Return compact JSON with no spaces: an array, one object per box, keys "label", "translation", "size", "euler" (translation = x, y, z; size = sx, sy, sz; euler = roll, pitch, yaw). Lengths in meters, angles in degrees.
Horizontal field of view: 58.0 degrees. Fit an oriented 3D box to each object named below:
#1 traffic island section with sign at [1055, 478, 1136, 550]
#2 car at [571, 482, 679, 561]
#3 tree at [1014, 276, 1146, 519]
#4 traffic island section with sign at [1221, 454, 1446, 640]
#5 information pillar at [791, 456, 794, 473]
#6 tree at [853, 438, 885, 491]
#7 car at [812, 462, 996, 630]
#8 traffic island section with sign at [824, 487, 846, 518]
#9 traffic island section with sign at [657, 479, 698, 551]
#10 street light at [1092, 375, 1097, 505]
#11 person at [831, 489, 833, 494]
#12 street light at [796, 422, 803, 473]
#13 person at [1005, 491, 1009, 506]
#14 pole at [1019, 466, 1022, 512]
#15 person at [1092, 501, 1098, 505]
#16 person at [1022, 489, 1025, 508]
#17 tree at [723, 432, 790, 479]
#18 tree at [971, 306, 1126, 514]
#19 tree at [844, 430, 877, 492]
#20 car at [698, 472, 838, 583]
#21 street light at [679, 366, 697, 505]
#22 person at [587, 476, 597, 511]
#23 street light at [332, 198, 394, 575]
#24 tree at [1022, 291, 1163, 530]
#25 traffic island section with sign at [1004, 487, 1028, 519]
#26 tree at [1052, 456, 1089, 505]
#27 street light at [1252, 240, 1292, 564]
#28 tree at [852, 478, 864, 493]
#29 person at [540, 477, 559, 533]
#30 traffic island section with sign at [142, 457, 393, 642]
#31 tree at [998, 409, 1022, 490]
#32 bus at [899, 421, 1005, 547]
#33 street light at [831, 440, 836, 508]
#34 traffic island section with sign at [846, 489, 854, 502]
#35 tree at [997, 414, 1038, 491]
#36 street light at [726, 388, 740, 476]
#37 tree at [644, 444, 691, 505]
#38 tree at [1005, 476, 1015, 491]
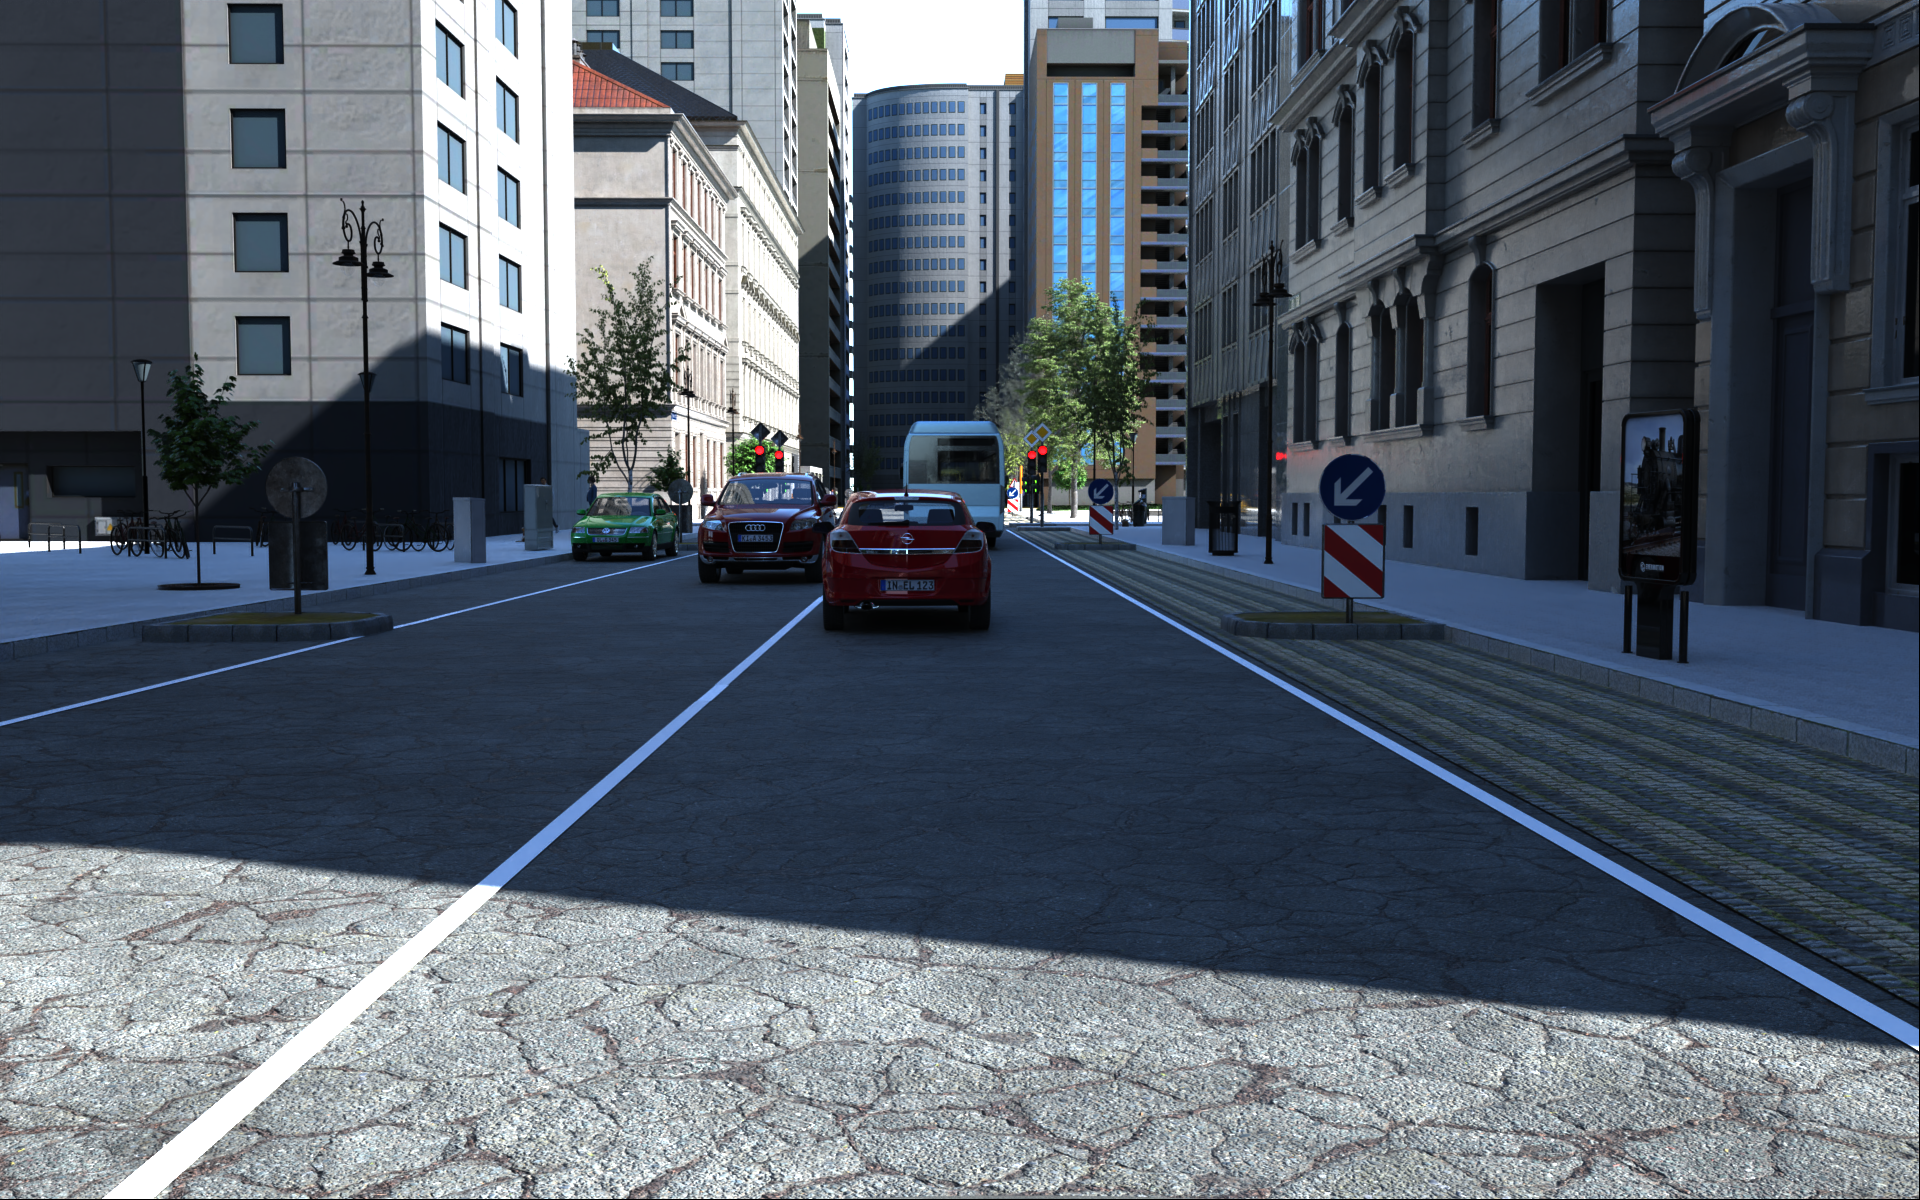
[{"label":"traffic island section with sign","translation":[3.469,-2.213,44.812],"size":[1.989,1.847,2.006],"euler":[0,4,-1]},{"label":"car","translation":[-7.424,-1.824,38.616],"size":[1.959,1.807,4.718],"euler":[0,4,0]},{"label":"tree","translation":[6.273,-10.566,90.874],"size":[7.486,12.596,7.792],"euler":[0,3,0]},{"label":"traffic island section with sign","translation":[3.756,-0.565,17.858],"size":[1.989,1.847,2.006],"euler":[0,4,-1]},{"label":"information pillar","translation":[-10.211,-7.005,105.880],"size":[0.183,3.616,0.504],"euler":[0,4,4]},{"label":"tree","translation":[-11.935,-16.881,226.360],"size":[4.737,8.622,4.395],"euler":[0,3,0]},{"label":"car","translation":[-0.630,-0.656,19.761],"size":[2.155,1.783,4.494],"euler":[0,4,-3]},{"label":"traffic island section with sign","translation":[-7.811,-5.617,100.465],"size":[1.989,1.847,2.006],"euler":[0,4,-1]},{"label":"traffic island section with sign","translation":[-7.240,-2.215,44.845],"size":[1.989,1.847,2.006],"euler":[0,4,-1]},{"label":"street light","translation":[5.231,-5.784,67.359],"size":[0.468,5.910,1.993],"euler":[0,4,-1]},{"label":"person","translation":[-11.473,-9.231,157.424],"size":[0.568,1.767,0.683],"euler":[3,5,42]},{"label":"street light","translation":[-10.228,-8.427,110.576],"size":[0.468,5.910,1.993],"euler":[0,4,-1]},{"label":"person","translation":[4.808,-10.957,185.750],"size":[0.990,1.755,0.434],"euler":[-1,4,-23]},{"label":"pole","translation":[4.389,-8.022,125.003],"size":[0.158,3.312,0.155],"euler":[0,3,0]},{"label":"person","translation":[9.882,-7.378,126.473],"size":[0.655,1.846,0.447],"euler":[0,4,2]},{"label":"person","translation":[5.695,-9.478,160.868],"size":[0.599,1.838,0.709],"euler":[2,4,33]},{"label":"tree","translation":[-10.350,-6.372,87.896],"size":[4.285,4.588,4.351],"euler":[0,3,0]},{"label":"tree","translation":[5.970,-12.357,112.398],"size":[12.009,13.543,11.850],"euler":[0,3,0]},{"label":"tree","translation":[-11.699,-15.233,199.413],"size":[4.360,8.622,3.978],"euler":[0,3,0]},{"label":"car","translation":[-3.208,-1.287,29.724],"size":[2.281,1.827,5.304],"euler":[0,3,0]},{"label":"street light","translation":[-9.783,-5.484,62.457],"size":[0.468,5.910,1.993],"euler":[0,4,-1]},{"label":"person","translation":[-10.973,-2.808,51.973],"size":[0.654,1.822,0.581],"euler":[0,4,-2]},{"label":"street light","translation":[-9.402,-3.342,27.436],"size":[0.468,5.910,1.993],"euler":[0,4,-1]},{"label":"tree","translation":[5.442,-6.833,62.086],"size":[4.737,8.622,4.395],"euler":[0,3,0]},{"label":"traffic island section with sign","translation":[2.915,-5.613,100.400],"size":[1.989,1.847,2.006],"euler":[0,4,-1]},{"label":"tree","translation":[9.228,-9.922,145.938],"size":[4.285,4.588,4.351],"euler":[0,3,0]},{"label":"street light","translation":[5.683,-3.604,31.720],"size":[0.468,5.910,1.993],"euler":[0,4,-1]},{"label":"tree","translation":[-11.966,-12.864,204.920],"size":[1.663,3.219,1.824],"euler":[0,3,0]},{"label":"person","translation":[-13.423,-3.085,56.328],"size":[0.661,1.843,0.795],"euler":[2,4,30]},{"label":"traffic island section with sign","translation":[-6.970,-0.559,17.764],"size":[1.989,1.847,2.006],"euler":[0,4,-1]},{"label":"tree","translation":[4.311,-11.635,140.590],"size":[4.737,8.622,4.395],"euler":[0,3,0]},{"label":"bus","translation":[-0.331,-3.391,50.299],"size":[2.948,3.499,13.247],"euler":[0,4,-2]},{"label":"street light","translation":[-10.560,-10.567,145.552],"size":[0.468,5.910,1.993],"euler":[0,4,-1]},{"label":"traffic island section with sign","translation":[-8.086,-7.266,127.419],"size":[1.989,1.847,2.006],"euler":[0,4,-1]},{"label":"tree","translation":[5.156,-12.568,155.848],"size":[4.360,8.622,3.978],"euler":[0,3,0]},{"label":"street light","translation":[-9.920,-6.299,75.784],"size":[0.468,5.910,1.993],"euler":[0,4,-1]},{"label":"tree","translation":[-11.080,-4.384,66.276],"size":[1.663,3.219,1.824],"euler":[0,3,0]},{"label":"tree","translation":[5.130,-10.437,165.239],"size":[1.663,3.219,1.824],"euler":[0,3,0]}]
